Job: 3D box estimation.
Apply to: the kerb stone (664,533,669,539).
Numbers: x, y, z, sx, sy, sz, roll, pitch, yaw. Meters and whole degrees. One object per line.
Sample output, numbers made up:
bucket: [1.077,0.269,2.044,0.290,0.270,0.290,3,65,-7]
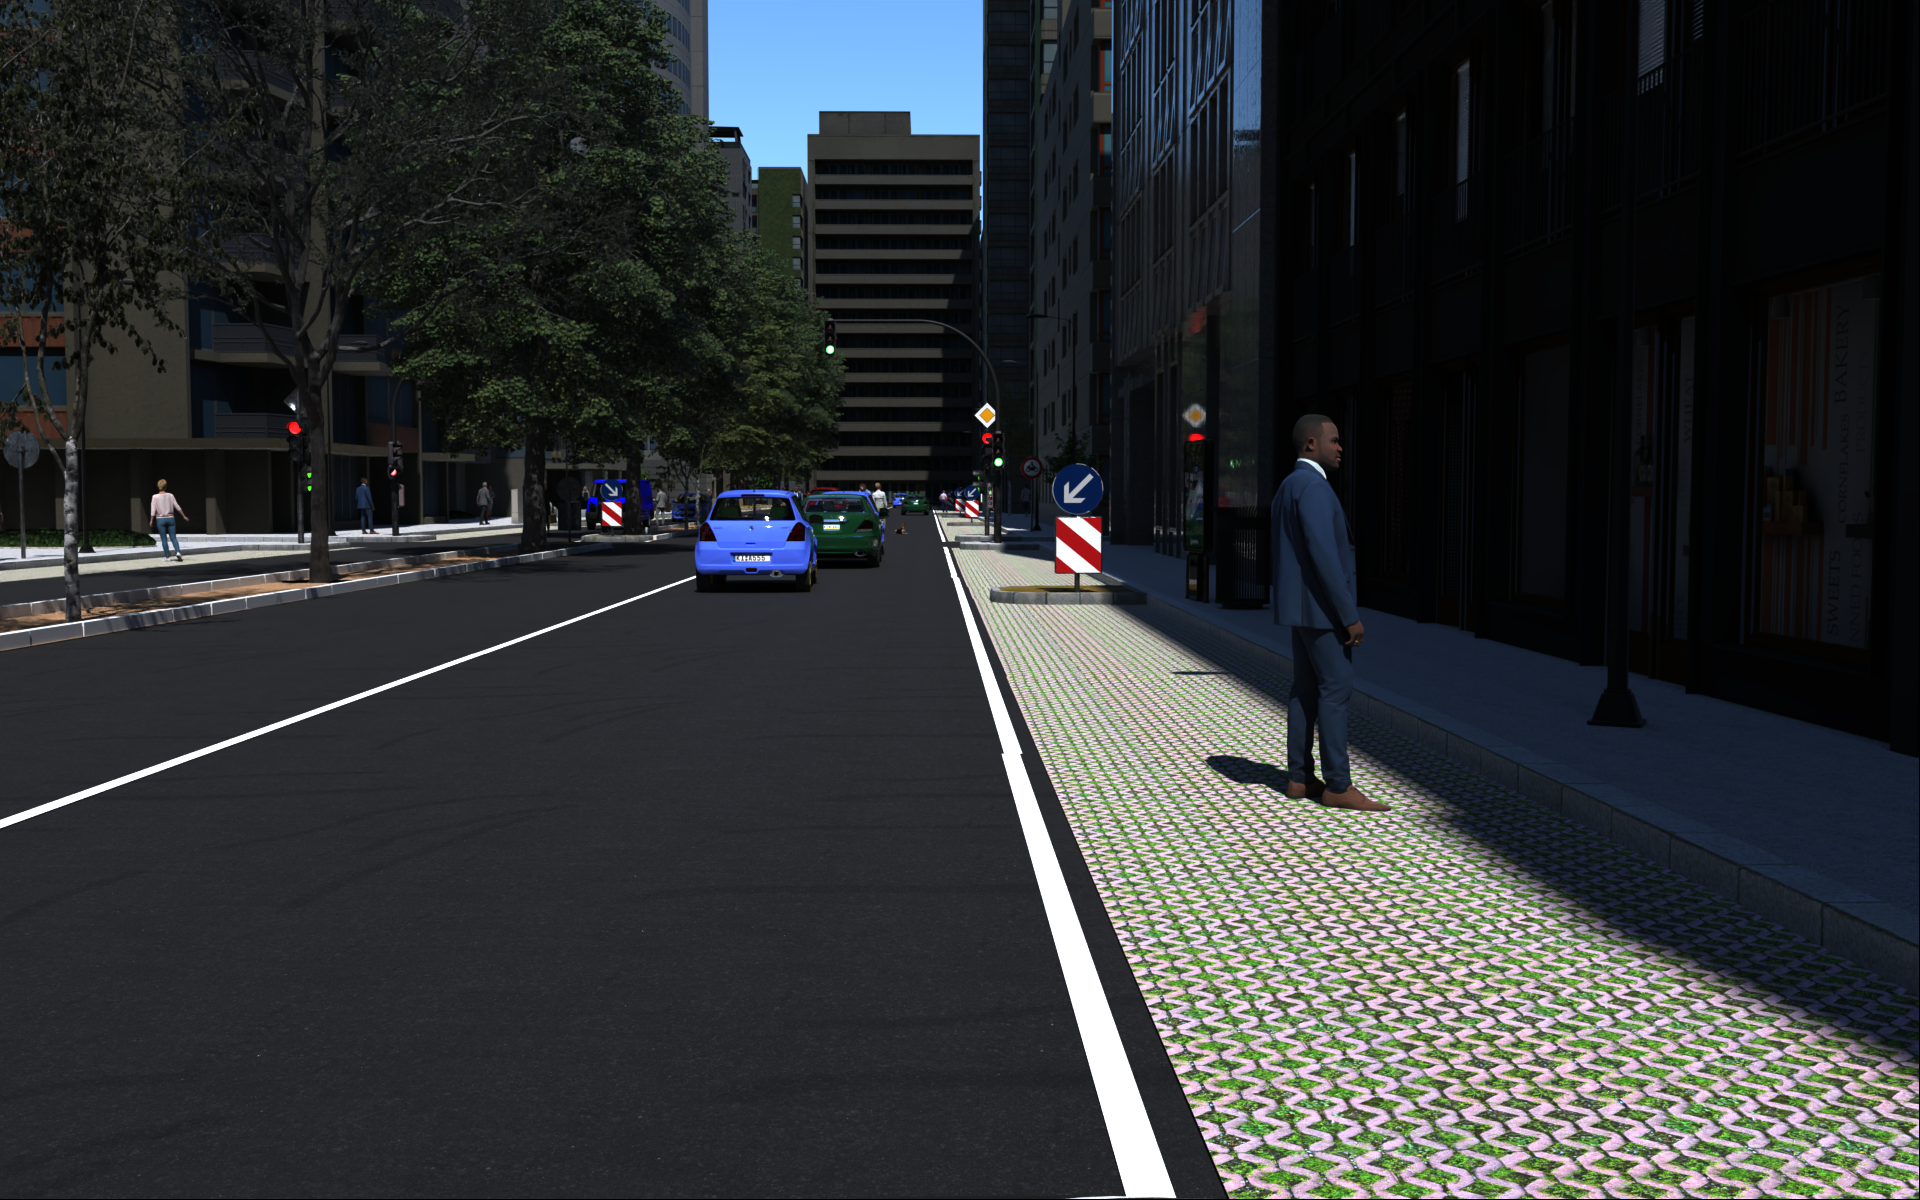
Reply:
kerb stone: [-9.495,-2.017,55.202,0.120,0.150,1.000,0,4,-1]

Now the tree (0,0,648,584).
tree: [-10.252,-7.002,27.310,12.009,13.543,11.850,0,3,0]

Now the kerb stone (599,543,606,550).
kerb stone: [-9.306,-1.361,44.476,0.120,0.150,1.000,0,4,-1]

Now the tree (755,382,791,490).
tree: [-11.338,-8.723,95.448,4.360,8.622,3.978,0,3,0]

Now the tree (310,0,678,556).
tree: [-9.815,-7.973,39.469,9.857,13.997,8.962,0,3,0]

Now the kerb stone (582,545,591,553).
kerb stone: [-9.265,-1.237,42.428,0.120,0.150,1.000,0,4,-1]

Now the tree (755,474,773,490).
tree: [-22.850,-13.573,205.630,4.285,4.588,4.351,0,3,0]

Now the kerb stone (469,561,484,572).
kerb stone: [-9.076,-0.609,32.150,0.120,0.150,1.000,0,4,-1]

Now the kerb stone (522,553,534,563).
kerb stone: [-9.147,-0.860,36.263,0.120,0.150,1.000,0,4,-1]

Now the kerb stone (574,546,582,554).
kerb stone: [-9.250,-1.174,41.393,0.120,0.150,1.000,0,4,-1]

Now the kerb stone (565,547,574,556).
kerb stone: [-9.231,-1.112,40.371,0.120,0.150,1.000,0,4,-1]

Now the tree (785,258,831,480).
tree: [-11.382,-10.858,86.636,9.857,13.997,8.962,0,3,0]

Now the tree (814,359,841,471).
tree: [-11.805,-11.997,116.733,7.486,12.596,7.792,0,3,0]

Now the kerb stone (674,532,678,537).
kerb stone: [-9.525,-2.143,57.269,0.120,0.150,1.000,0,4,-1]

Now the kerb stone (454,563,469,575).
kerb stone: [-9.063,-0.545,31.121,0.120,0.150,1.000,0,4,-1]

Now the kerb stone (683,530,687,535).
kerb stone: [-9.571,-2.271,59.324,0.120,0.150,1.000,0,4,-1]

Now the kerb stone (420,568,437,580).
kerb stone: [-9.029,-0.416,29.074,0.120,0.150,1.000,0,4,-1]

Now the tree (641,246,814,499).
tree: [-10.830,-9.586,77.316,7.486,12.596,7.792,0,3,0]

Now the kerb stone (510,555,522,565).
kerb stone: [-9.130,-0.797,35.230,0.120,0.150,1.000,0,4,-1]

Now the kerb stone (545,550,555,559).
kerb stone: [-9.182,-0.985,38.315,0.120,0.150,1.000,0,4,-1]

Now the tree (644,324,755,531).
tree: [-10.650,-7.177,70.156,4.360,8.622,3.978,0,3,0]

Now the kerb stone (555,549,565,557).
kerb stone: [-9.204,-1.046,39.337,0.120,0.150,1.000,0,4,-1]

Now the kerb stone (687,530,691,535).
kerb stone: [-9.600,-2.329,60.355,0.120,0.150,1.000,0,4,-1]

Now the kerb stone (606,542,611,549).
kerb stone: [-9.314,-1.423,45.498,0.120,0.150,1.000,0,4,-1]

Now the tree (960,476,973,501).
tree: [0.935,-11.568,183.745,1.663,3.219,1.824,0,3,0]

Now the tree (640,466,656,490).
tree: [-21.158,-7.454,116.479,1.663,3.219,1.824,0,3,0]

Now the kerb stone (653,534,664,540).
kerb stone: [-9.477,-1.953,54.180,0.120,0.150,1.000,0,4,-1]

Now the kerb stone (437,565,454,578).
kerb stone: [-9.036,-0.483,30.099,0.120,0.150,1.000,0,4,-1]

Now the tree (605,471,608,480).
tree: [-25.173,-7.978,125.033,1.663,3.219,1.824,0,3,0]

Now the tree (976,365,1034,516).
tree: [3.100,-9.130,99.636,4.737,8.622,4.395,0,3,0]

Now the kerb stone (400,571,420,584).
kerb stone: [-9.001,-0.358,28.045,0.120,0.150,1.000,0,4,-1]

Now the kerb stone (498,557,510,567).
kerb stone: [-9.114,-0.732,34.205,0.120,0.150,1.000,0,4,-1]

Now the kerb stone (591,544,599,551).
kerb stone: [-9.274,-1.300,43.450,0.120,0.150,1.000,0,4,-1]

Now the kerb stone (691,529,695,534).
kerb stone: [-9.612,-2.396,61.377,0.120,0.150,1.000,0,4,-1]

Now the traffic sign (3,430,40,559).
traffic sign: [-18.627,-2.096,34.374,0.768,2.556,0.104,0,4,5]

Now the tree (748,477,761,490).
tree: [-22.102,-11.689,185.720,1.663,3.219,1.824,0,3,0]

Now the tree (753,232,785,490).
tree: [-10.730,-9.003,56.312,9.857,13.997,8.962,0,3,0]

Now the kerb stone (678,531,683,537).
kerb stone: [-9.550,-2.208,58.300,0.120,0.150,1.000,0,4,-1]

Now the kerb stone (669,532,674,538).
kerb stone: [-9.515,-2.082,56.232,0.120,0.150,1.000,0,4,-1]

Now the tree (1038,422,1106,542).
tree: [2.960,-3.169,46.420,1.663,3.219,1.824,0,3,0]

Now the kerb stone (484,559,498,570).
kerb stone: [-9.092,-0.668,33.172,0.120,0.150,1.000,0,4,-1]

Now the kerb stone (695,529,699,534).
kerb stone: [-9.626,-2.456,62.400,0.120,0.150,1.000,0,4,-1]

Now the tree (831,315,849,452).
tree: [-10.998,-11.860,103.022,9.857,13.997,8.962,0,3,0]

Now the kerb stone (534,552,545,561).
kerb stone: [-9.169,-0.922,37.291,0.120,0.150,1.000,0,4,-1]

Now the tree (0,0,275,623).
tree: [-9.856,-4.060,19.195,4.360,8.622,3.978,0,3,0]
